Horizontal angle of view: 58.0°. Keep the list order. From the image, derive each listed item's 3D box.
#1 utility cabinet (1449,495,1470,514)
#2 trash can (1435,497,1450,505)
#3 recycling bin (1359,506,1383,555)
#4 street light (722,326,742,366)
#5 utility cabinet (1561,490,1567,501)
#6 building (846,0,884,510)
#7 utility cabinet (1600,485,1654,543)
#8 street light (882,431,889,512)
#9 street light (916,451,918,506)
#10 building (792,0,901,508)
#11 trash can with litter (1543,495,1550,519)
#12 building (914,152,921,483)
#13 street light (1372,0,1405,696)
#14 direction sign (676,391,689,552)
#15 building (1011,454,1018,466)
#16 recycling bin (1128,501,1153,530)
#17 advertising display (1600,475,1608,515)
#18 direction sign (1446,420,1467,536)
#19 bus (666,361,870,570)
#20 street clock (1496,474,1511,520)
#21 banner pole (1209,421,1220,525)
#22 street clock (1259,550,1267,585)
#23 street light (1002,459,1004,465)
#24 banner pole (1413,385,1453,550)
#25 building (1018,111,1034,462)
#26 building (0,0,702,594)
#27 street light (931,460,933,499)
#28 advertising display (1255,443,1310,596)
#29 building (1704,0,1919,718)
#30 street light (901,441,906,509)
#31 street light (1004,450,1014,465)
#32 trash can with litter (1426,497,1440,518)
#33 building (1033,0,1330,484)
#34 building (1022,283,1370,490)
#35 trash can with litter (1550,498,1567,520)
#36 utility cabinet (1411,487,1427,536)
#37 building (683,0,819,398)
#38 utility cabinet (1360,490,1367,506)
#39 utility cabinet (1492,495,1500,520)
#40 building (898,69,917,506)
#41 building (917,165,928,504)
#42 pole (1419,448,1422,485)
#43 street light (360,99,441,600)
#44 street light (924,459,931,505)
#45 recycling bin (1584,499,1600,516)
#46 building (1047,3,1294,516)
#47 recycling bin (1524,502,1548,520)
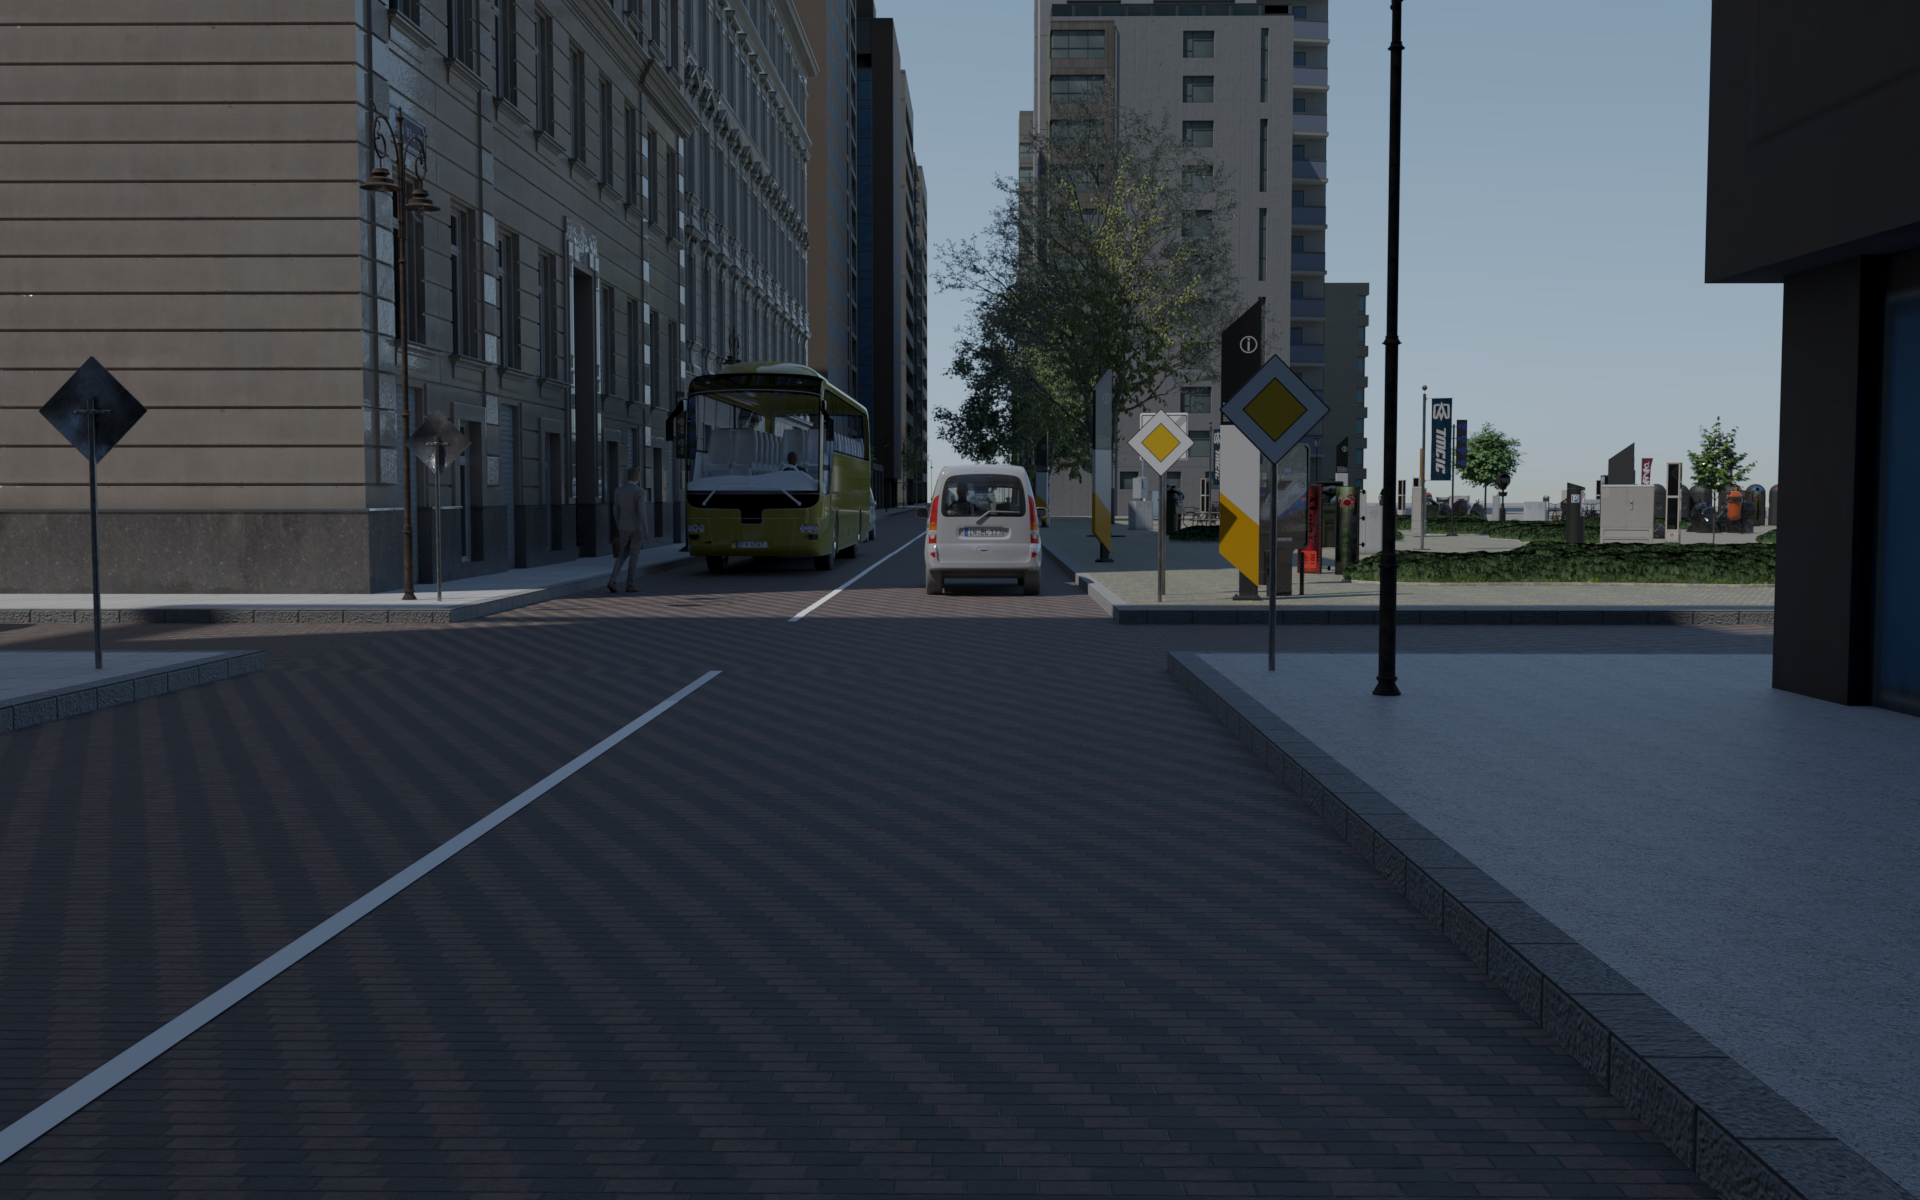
[{"bbox_3d":[25.832,-4.799,89.625,1.020,1.237,0.306,3,5,40],"label":"utility cabinet"},{"bbox_3d":[23.467,-4.438,84.208,0.748,1.137,0.748,0,3,0],"label":"trash can"},{"bbox_3d":[8.652,-1.497,37.029,0.722,1.027,0.722,1,4,9],"label":"recycling bin"},{"bbox_3d":[-6.213,-4.587,47.784,0.468,5.910,1.993,0,4,1],"label":"street light"},{"bbox_3d":[33.521,-5.273,94.894,0.318,1.500,1.173,-2,4,-29],"label":"utility cabinet"},{"bbox_3d":[-16.895,-43.121,143.282,20.563,71.187,20.611,0,4,1],"label":"building"},{"bbox_3d":[15.970,-2.005,41.464,1.173,1.500,0.318,2,4,24],"label":"utility cabinet"},{"bbox_3d":[-5.298,-9.269,124.336,0.468,5.910,1.993,0,4,1],"label":"street light"},{"bbox_3d":[-4.508,-12.716,180.695,0.468,5.910,1.993,0,4,1],"label":"street light"},{"bbox_3d":[-12.726,-31.276,161.469,14.600,45.320,14.200,0,4,1],"label":"building"},{"bbox_3d":[30.036,-4.731,88.416,1.678,1.210,2.233,-1,4,-13],"label":"trash can with litter"},{"bbox_3d":[-16.214,-34.381,216.752,22.147,44.769,28.867,0,4,1],"label":"building"},{"bbox_3d":[2.728,-2.331,10.899,0.468,5.910,1.993,0,4,1],"label":"street light"},{"bbox_3d":[-6.076,-2.843,38.476,0.379,3.537,0.876,1,4,19],"label":"direction sign"},{"bbox_3d":[20.264,-22.316,209.912,27.650,21.520,28.899,0,4,1],"label":"building"},{"bbox_3d":[6.527,-3.059,62.565,0.722,1.027,0.722,-1,4,-15],"label":"recycling bin"},{"bbox_3d":[21.803,-3.268,58.653,0.123,1.923,0.974,1,4,13],"label":"advertising display"},{"bbox_3d":[14.984,-3.709,52.640,0.876,3.537,0.379,-1,4,-12],"label":"direction sign"},{"bbox_3d":[-3.522,-2.708,35.818,2.896,3.916,12.252,0,4,1],"label":"bus"},{"bbox_3d":[19.357,-3.498,61.764,0.471,2.002,0.358,-1,4,-11],"label":"street clock"},{"bbox_3d":[8.646,-4.208,58.824,0.401,3.779,0.863,-2,4,-31],"label":"banner pole"},{"bbox_3d":[4.322,-1.213,24.407,0.358,2.002,0.471,-1,4,-18],"label":"street clock"},{"bbox_3d":[5.149,-13.918,200.349,0.468,5.910,1.993,0,4,1],"label":"street light"},{"bbox_3d":[10.871,-3.042,39.750,0.863,3.779,0.401,2,4,26],"label":"banner pole"},{"bbox_3d":[13.279,-30.847,187.947,14.154,41.232,14.086,0,4,1],"label":"building"},{"bbox_3d":[-13.025,-14.449,33.498,12.463,27.353,25.104,0,4,1],"label":"building"},{"bbox_3d":[-3.861,-16.069,235.520,0.468,5.910,1.993,0,4,1],"label":"street light"},{"bbox_3d":[4.019,-1.011,21.752,0.974,1.923,0.123,-3,4,-37],"label":"advertising display"},{"bbox_3d":[11.838,-21.603,3.316,14.600,45.320,14.200,0,4,1],"label":"building"},{"bbox_3d":[-4.927,-10.940,151.652,0.468,5.910,1.993,0,4,1],"label":"street light"},{"bbox_3d":[4.834,-12.173,171.816,0.468,5.910,1.993,0,4,1],"label":"street light"},{"bbox_3d":[19.139,-3.538,69.241,1.055,1.170,0.624,1,4,16],"label":"trash can with litter"},{"bbox_3d":[15.867,-35.746,126.452,21.231,58.520,28.212,0,4,1],"label":"building"},{"bbox_3d":[19.765,-19.038,156.317,27.650,21.520,28.899,0,4,1],"label":"building"},{"bbox_3d":[28.694,-4.358,82.633,1.055,1.170,0.624,3,5,43],"label":"trash can with litter"},{"bbox_3d":[13.837,-2.659,52.147,0.318,1.500,1.173,1,4,22],"label":"utility cabinet"},{"bbox_3d":[-15.824,-17.835,68.014,17.030,29.872,44.131,0,4,1],"label":"building"},{"bbox_3d":[21.854,-5.215,93.942,0.318,1.500,1.173,0,4,7],"label":"utility cabinet"},{"bbox_3d":[26.041,-4.460,84.089,0.306,1.237,1.020,1,4,21],"label":"utility cabinet"},{"bbox_3d":[-16.153,-34.670,190.553,21.300,48.544,21.600,0,4,1],"label":"building"},{"bbox_3d":[-15.554,-37.859,242.695,21.300,48.544,21.600,0,4,1],"label":"building"},{"bbox_3d":[20.580,-5.102,77.257,0.158,3.312,0.155,0,3,0],"label":"pole"},{"bbox_3d":[-6.679,-2.938,20.830,0.468,5.910,1.993,0,4,1],"label":"street light"},{"bbox_3d":[-4.097,-14.390,208.064,0.468,5.910,1.993,0,4,1],"label":"street light"},{"bbox_3d":[30.186,-4.280,82.525,0.722,1.027,0.722,0,4,5],"label":"recycling bin"},{"bbox_3d":[12.266,-20.461,106.233,14.160,30.474,14.107,0,4,1],"label":"building"},{"bbox_3d":[19.417,-2.804,58.396,0.722,1.027,0.722,2,4,24],"label":"recycling bin"}]
